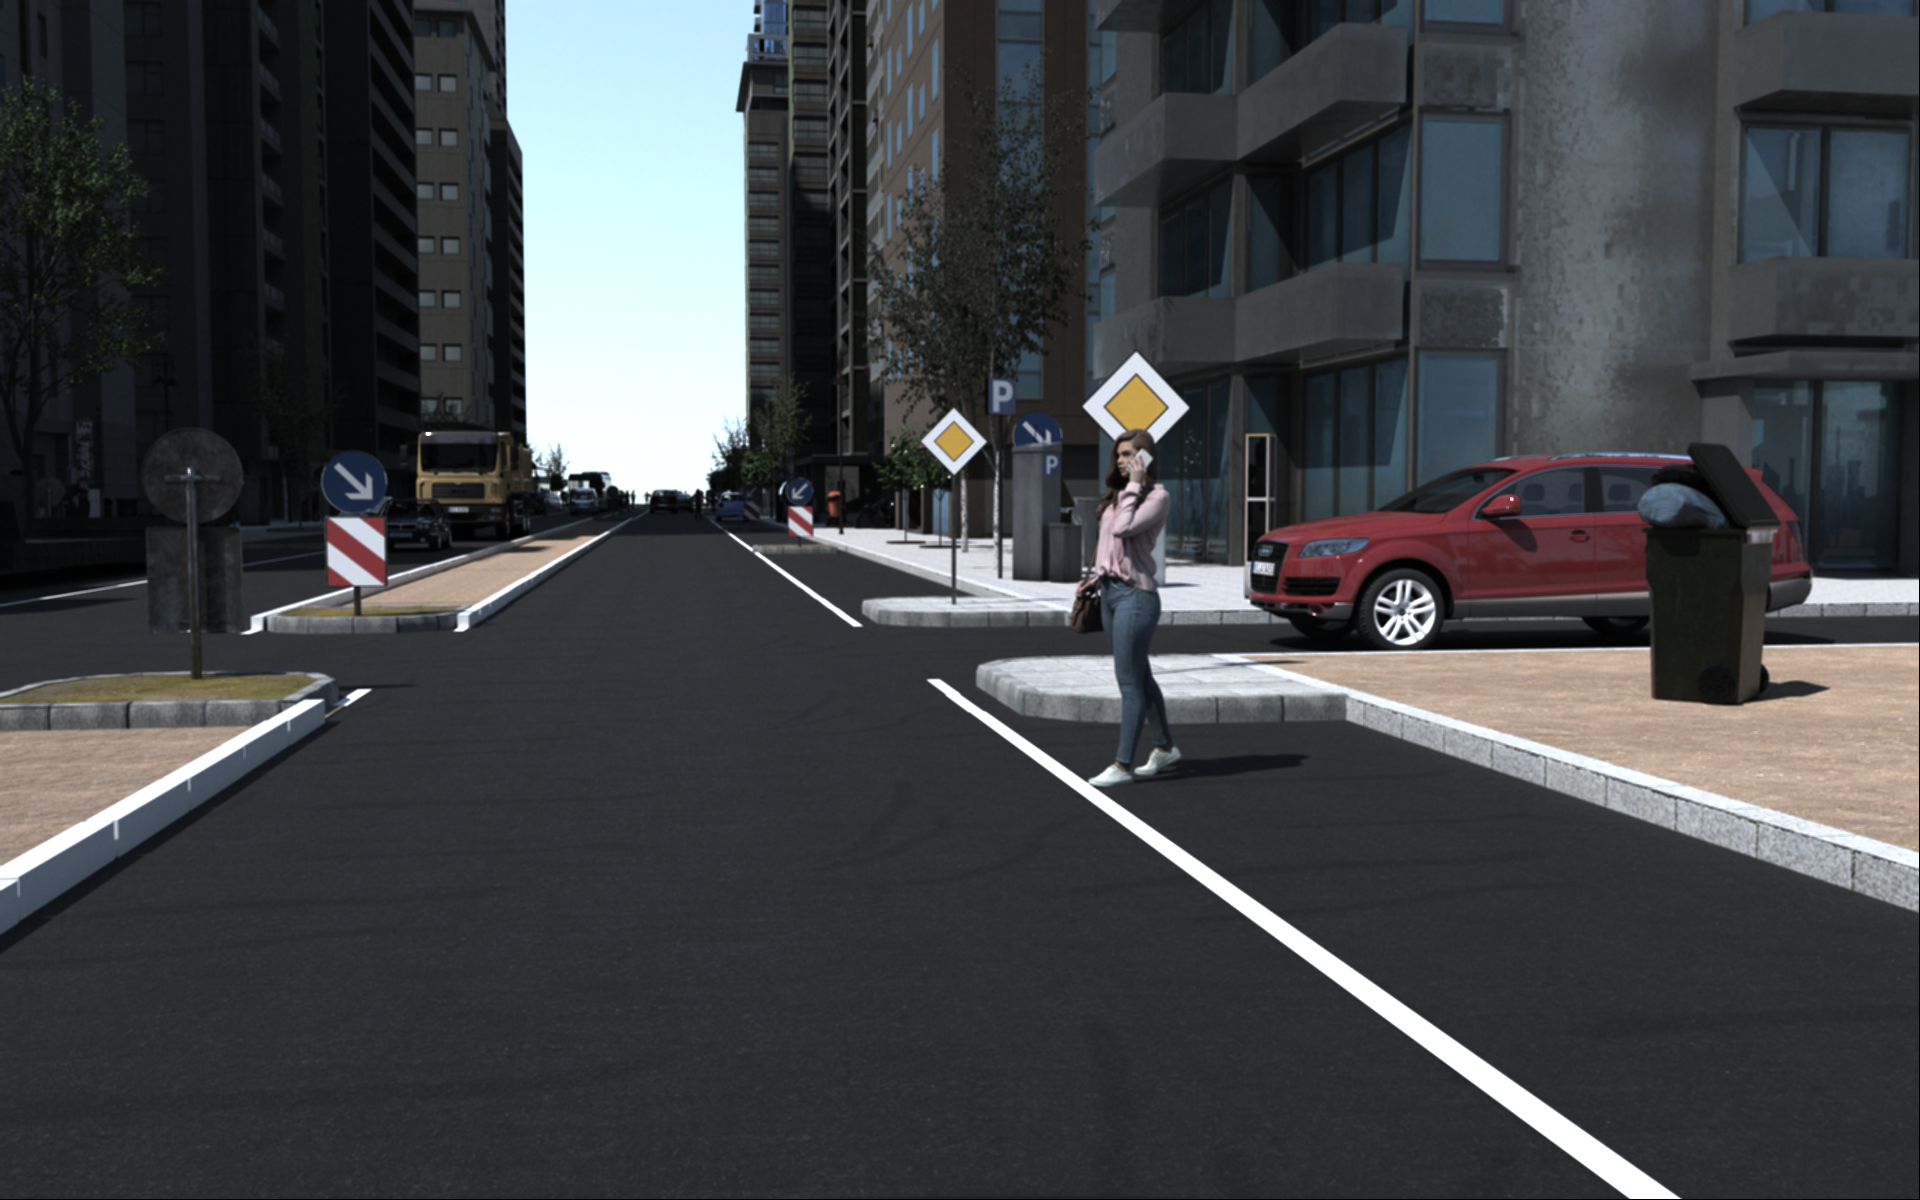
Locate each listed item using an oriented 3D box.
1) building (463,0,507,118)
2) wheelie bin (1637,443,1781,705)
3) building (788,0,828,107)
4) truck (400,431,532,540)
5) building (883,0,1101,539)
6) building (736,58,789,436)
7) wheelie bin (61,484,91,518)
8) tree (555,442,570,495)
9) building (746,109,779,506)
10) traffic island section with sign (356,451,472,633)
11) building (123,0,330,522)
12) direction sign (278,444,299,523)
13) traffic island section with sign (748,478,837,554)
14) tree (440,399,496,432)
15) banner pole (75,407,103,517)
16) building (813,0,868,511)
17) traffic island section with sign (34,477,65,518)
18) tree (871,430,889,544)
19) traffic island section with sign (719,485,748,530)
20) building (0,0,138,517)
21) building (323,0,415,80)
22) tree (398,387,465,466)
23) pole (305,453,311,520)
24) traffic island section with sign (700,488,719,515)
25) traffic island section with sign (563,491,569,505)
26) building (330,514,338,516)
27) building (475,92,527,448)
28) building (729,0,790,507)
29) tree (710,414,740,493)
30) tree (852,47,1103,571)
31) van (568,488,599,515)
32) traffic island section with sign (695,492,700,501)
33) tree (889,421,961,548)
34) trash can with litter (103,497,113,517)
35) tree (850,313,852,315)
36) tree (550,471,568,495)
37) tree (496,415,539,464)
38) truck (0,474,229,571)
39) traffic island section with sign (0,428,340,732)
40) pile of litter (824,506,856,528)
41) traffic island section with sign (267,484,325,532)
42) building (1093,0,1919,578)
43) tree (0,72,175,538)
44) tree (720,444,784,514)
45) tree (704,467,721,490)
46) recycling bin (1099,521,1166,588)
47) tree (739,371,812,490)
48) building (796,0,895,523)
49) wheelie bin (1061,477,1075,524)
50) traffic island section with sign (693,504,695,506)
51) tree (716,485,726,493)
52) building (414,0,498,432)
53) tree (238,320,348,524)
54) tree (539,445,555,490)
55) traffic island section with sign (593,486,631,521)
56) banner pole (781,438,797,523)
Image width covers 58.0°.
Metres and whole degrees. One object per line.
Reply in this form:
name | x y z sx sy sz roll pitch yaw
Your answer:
building | -68.950 -48.521 231.565 20.563 71.187 20.611 -1 4 -9
wheelie bin | 4.647 -0.177 10.810 0.693 1.594 0.980 3 5 42
building | -5.804 -27.261 129.310 14.154 41.232 14.086 -1 4 -9
truck | -15.553 -3.657 55.710 3.469 3.379 9.791 0 4 -8
building | 5.210 -24.814 55.815 14.600 45.320 14.200 -1 4 -9
building | -12.078 -37.961 209.903 28.713 52.752 27.495 -1 4 -9
wheelie bin | -26.556 -2.701 52.077 0.693 1.594 0.980 -3 5 -44
tree | -55.825 -17.654 239.003 4.737 8.622 4.395 0 3 0
building | -16.148 -30.878 188.447 14.154 41.232 14.086 -1 4 -9
traffic island section with sign | -6.418 -0.648 18.738 2.006 1.907 1.989 -1 4 -9
building | -38.808 -24.339 81.544 14.154 41.232 14.086 -1 4 -9
direction sign | -30.221 -5.262 78.031 0.876 3.537 0.379 -2 4 -31
traffic island section with sign | -4.104 -2.082 42.671 1.989 1.847 2.006 -1 4 -9
tree | -39.109 -11.338 135.735 4.737 8.622 4.395 0 3 0
banner pole | -24.862 -3.644 49.594 0.863 3.779 0.401 -2 4 -33
building | 0.324 -41.199 111.854 20.563 71.187 20.611 -1 4 -9
traffic island section with sign | -20.722 -1.867 39.147 1.989 1.847 2.006 -1 4 -9
tree | -1.526 -3.073 44.847 1.663 3.219 1.824 0 3 0
traffic island section with sign | -8.482 -3.709 69.269 1.989 1.847 2.006 -1 4 -9
building | -40.584 -31.146 51.239 21.231 58.520 28.212 -1 4 -9
building | -50.346 -30.388 120.540 21.300 48.544 21.600 -1 4 -9
tree | -36.185 -10.296 118.699 4.360 8.622 3.978 0 3 0
pole | -31.721 -5.528 84.227 0.158 3.312 0.155 0 3 0
traffic island section with sign | -16.648 -6.739 118.804 1.989 1.847 2.006 -1 4 -9
traffic island section with sign | -51.163 -13.161 223.816 1.989 1.847 2.006 -1 4 -9
building | -45.697 -40.397 98.747 20.563 71.187 20.611 -1 4 -9
building | -64.984 -35.955 211.558 21.300 48.544 21.600 -1 4 -9
building | -20.212 -56.541 237.122 22.319 86.520 31.000 -1 4 -9
tree | -20.615 -12.712 158.203 4.737 8.622 4.395 0 3 0
tree | 0.566 -4.814 29.076 4.360 8.622 3.978 0 3 0
van | -25.599 -6.785 117.949 2.013 2.044 4.112 0 4 -8
traffic island section with sign | -21.040 -8.365 145.400 1.989 1.847 2.006 -1 4 -9
tree | -0.404 -2.865 41.447 1.663 3.219 1.824 0 3 0
trash can with litter | -29.815 -2.993 60.315 0.624 1.170 1.055 -1 4 -21
tree | -0.132 -5.342 37.697 4.360 8.622 3.978 0 3 0
tree | -56.915 -15.909 243.824 4.285 4.588 4.351 0 3 0
tree | -42.730 -12.891 161.134 4.737 8.622 4.395 0 3 0
truck | -15.398 -2.289 27.192 2.967 4.110 18.799 0 4 -8
traffic island section with sign | -5.223 -0.201 11.428 2.006 1.907 1.989 -1 4 -9
pile of litter | -4.437 -3.225 66.694 1.719 0.858 1.176 -1 4 -10
traffic island section with sign | -25.124 -3.499 65.835 1.989 1.847 2.006 -1 4 -9
building | 17.775 -25.464 35.941 30.456 49.044 23.786 -1 4 -9
tree | -23.970 -7.232 43.998 9.928 11.665 9.643 0 3 0
tree | -12.836 -7.840 111.899 4.285 4.588 4.351 0 3 0
tree | -24.324 -12.167 182.642 4.285 4.588 4.351 0 3 0
recycling bin | 2.381 -0.697 23.949 0.722 1.027 0.722 -1 4 -18
tree | -10.743 -9.394 103.955 4.737 8.622 4.395 0 3 0
building | 8.295 -24.045 85.012 32.217 40.220 23.993 -1 4 -9
wheelie bin | 1.347 -1.208 27.662 0.980 1.594 0.693 -3 5 -39
traffic island section with sign | -29.981 -11.680 199.594 1.989 1.847 2.006 -1 4 -9
tree | -27.489 -12.612 200.813 1.663 3.219 1.824 0 3 0
building | -65.307 -36.533 186.546 28.713 52.752 27.495 -1 4 -9
tree | -28.531 -7.537 73.595 4.737 8.622 4.395 0 3 0
tree | -47.649 -14.543 188.146 4.737 8.622 4.395 0 3 0
traffic island section with sign | -18.649 -5.183 92.879 2.006 1.907 1.989 -1 4 -9
banner pole | -7.597 -5.314 76.903 0.863 3.779 0.401 3 4 37
